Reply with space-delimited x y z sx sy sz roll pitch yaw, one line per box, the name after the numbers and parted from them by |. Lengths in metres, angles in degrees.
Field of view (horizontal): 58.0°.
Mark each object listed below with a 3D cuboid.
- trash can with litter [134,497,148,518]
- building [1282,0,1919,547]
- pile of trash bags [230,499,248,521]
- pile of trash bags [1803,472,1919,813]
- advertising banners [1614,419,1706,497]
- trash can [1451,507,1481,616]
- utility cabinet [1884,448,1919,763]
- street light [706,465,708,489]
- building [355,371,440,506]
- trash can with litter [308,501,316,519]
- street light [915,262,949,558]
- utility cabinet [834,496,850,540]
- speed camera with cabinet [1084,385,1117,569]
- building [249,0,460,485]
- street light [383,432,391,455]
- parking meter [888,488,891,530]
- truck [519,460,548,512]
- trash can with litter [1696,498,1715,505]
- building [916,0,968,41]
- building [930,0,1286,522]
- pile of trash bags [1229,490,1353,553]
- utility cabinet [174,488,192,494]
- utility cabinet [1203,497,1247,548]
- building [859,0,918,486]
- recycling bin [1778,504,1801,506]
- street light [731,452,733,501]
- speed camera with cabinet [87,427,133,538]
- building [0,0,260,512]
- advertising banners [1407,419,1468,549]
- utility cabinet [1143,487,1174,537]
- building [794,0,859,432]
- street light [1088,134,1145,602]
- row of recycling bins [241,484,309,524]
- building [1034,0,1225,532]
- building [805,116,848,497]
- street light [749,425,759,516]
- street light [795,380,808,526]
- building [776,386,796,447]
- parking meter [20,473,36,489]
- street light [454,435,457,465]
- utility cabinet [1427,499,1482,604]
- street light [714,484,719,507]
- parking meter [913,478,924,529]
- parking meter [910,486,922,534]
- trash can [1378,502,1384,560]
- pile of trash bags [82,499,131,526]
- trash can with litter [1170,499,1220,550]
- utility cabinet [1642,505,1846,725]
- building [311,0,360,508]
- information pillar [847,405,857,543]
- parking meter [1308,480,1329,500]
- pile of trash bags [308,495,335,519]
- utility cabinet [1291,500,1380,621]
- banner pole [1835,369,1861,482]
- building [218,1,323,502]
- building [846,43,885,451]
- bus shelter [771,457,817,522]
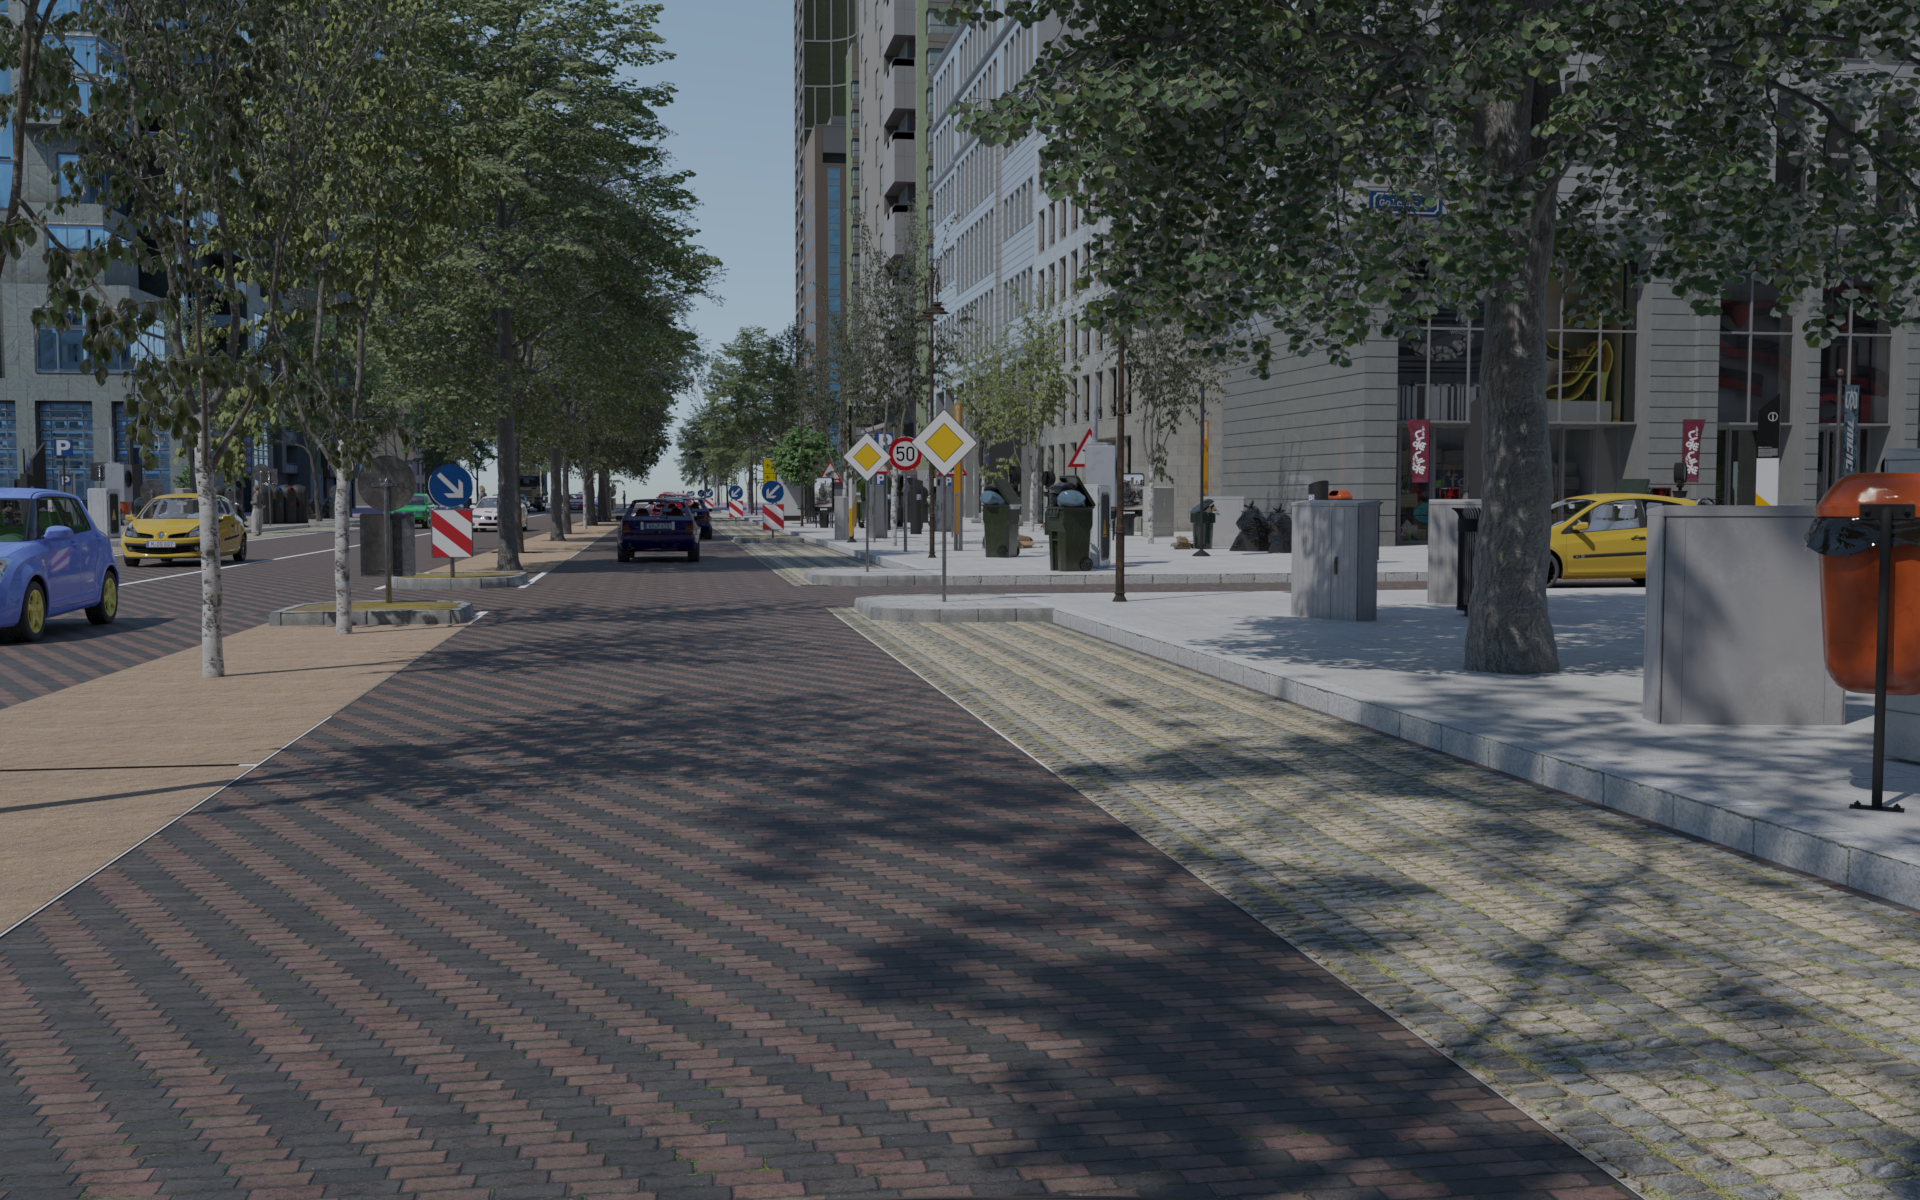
-29.788 -3.163 63.108 0.624 1.170 1.055 -1 4 -15 | trash can with litter
23.413 -16.606 49.009 29.804 29.767 11.434 -1 4 -10 | building
-34.955 -4.338 80.681 3.447 1.369 1.912 1 4 14 | pile of trash bags
5.070 0.198 6.517 3.447 1.369 1.912 2 4 30 | pile of trash bags
16.362 -2.711 40.513 2.074 3.025 0.090 0 4 1 | advertising banners
5.546 -0.401 18.218 0.748 1.137 0.748 0 3 0 | trash can
5.042 0.019 8.360 1.173 1.500 0.318 -1 4 -16 | utility cabinet
-32.940 -15.483 225.941 0.468 5.910 1.993 -1 4 -10 | street light
-76.277 -21.871 202.632 27.650 21.520 28.899 -1 4 -10 | building
-32.958 -4.657 87.526 1.055 1.170 0.624 -3 5 -42 | trash can with litter
-0.561 -3.784 34.662 0.468 5.910 1.993 -1 4 -10 | street light
-3.313 -2.306 48.857 0.306 1.237 1.020 0 4 5 | utility cabinet
2.423 -2.225 30.715 0.660 3.252 2.038 1 4 17 | speed camera with cabinet
-78.548 -56.153 230.780 22.319 86.520 31.000 -1 4 -10 | building
-33.414 -7.833 100.861 0.468 5.910 1.993 -1 4 -10 | street light
-2.514 -3.237 61.334 0.372 1.533 0.369 0 3 0 | parking meter
-35.548 -9.416 142.867 2.839 4.237 11.283 -1 4 -11 | truck
14.285 -1.398 33.915 2.233 1.210 1.678 -3 4 -36 | trash can with litter
3.710 -26.752 120.995 14.154 41.232 14.086 -1 4 -10 | building
6.180 -19.149 90.583 11.434 29.767 29.804 -1 4 -10 | building
7.470 -1.731 38.056 1.912 1.369 3.447 -2 4 -26 | pile of trash bags
-28.613 -3.377 63.888 0.318 1.500 1.173 0 4 -8 | utility cabinet
6.387 -1.869 41.727 1.020 1.237 0.306 2 4 24 | utility cabinet
6.514 -33.829 142.343 28.713 52.752 27.495 -1 4 -10 | building
19.712 -1.785 41.743 0.722 1.027 0.722 -2 4 -29 | recycling bin
-18.870 -10.408 142.960 0.468 5.910 1.993 -1 4 -10 | street light
-24.883 -3.449 50.733 0.660 3.252 2.038 0 4 -6 | speed camera with cabinet
-57.300 -48.708 109.049 22.319 86.520 31.000 -1 4 -10 | building
11.394 -2.688 40.143 2.074 3.025 0.090 2 4 25 | advertising banners
5.868 -2.595 51.109 0.318 1.500 1.173 3 5 42 | utility cabinet
-12.501 -48.011 223.235 20.563 71.187 20.611 -1 4 -10 | building
1.906 -2.917 20.482 0.468 5.910 1.993 -1 4 -10 | street light
-29.417 -4.144 74.861 1.069 1.692 3.534 1 4 11 | row of recycling bins
9.724 -12.998 67.276 10.420 20.320 16.860 -1 4 -10 | building
-10.931 -34.033 206.556 14.600 45.320 14.200 -1 4 -10 | building
-13.163 -8.344 109.217 0.468 5.910 1.993 -1 4 -10 | street light
-6.266 -5.858 68.563 0.468 5.910 1.993 -1 4 -10 | street light
-12.160 -24.760 249.868 27.650 21.520 28.899 -1 4 -10 | building
-26.368 -2.650 49.042 0.255 1.863 0.399 0 4 5 | parking meter
-39.179 -9.899 134.637 0.468 5.910 1.993 -1 4 -10 | street light
6.024 -0.561 20.330 1.020 1.237 0.306 1 4 15 | utility cabinet
-27.098 -13.381 191.563 0.468 5.910 1.993 -1 4 -10 | street light
-1.525 -3.526 63.362 0.399 1.863 0.255 -1 4 -10 | parking meter
-1.401 -2.860 55.179 0.372 1.533 0.369 0 3 0 | parking meter
7.493 -1.258 32.218 0.748 1.137 0.748 0 3 0 | trash can
-34.671 -3.686 70.019 1.912 1.369 3.447 1 4 8 | pile of trash bags
5.452 -1.762 40.193 1.055 1.170 0.624 -1 4 -22 | trash can with litter
4.408 0.087 9.734 1.020 1.237 0.306 0 4 3 | utility cabinet
-59.823 -30.398 147.122 14.600 45.320 14.200 -1 4 -10 | building
-2.849 -3.333 45.852 0.183 3.616 0.504 1 4 11 | information pillar
6.661 -1.456 32.220 0.372 1.533 0.369 0 3 0 | parking meter
-33.676 -4.866 89.319 3.447 1.369 1.912 -2 4 -30 | pile of trash bags
3.856 -0.412 17.896 0.306 1.237 1.020 -2 4 -30 | utility cabinet
17.795 -2.741 34.838 0.863 3.779 0.401 -2 4 -29 | banner pole
-58.089 -27.500 133.223 14.154 41.232 14.086 -1 4 -10 | building
-3.761 -29.263 162.046 14.154 41.232 14.086 -1 4 -10 | building
-7.558 -5.249 79.739 2.014 3.302 5.546 -1 4 -9 | bus shelter
